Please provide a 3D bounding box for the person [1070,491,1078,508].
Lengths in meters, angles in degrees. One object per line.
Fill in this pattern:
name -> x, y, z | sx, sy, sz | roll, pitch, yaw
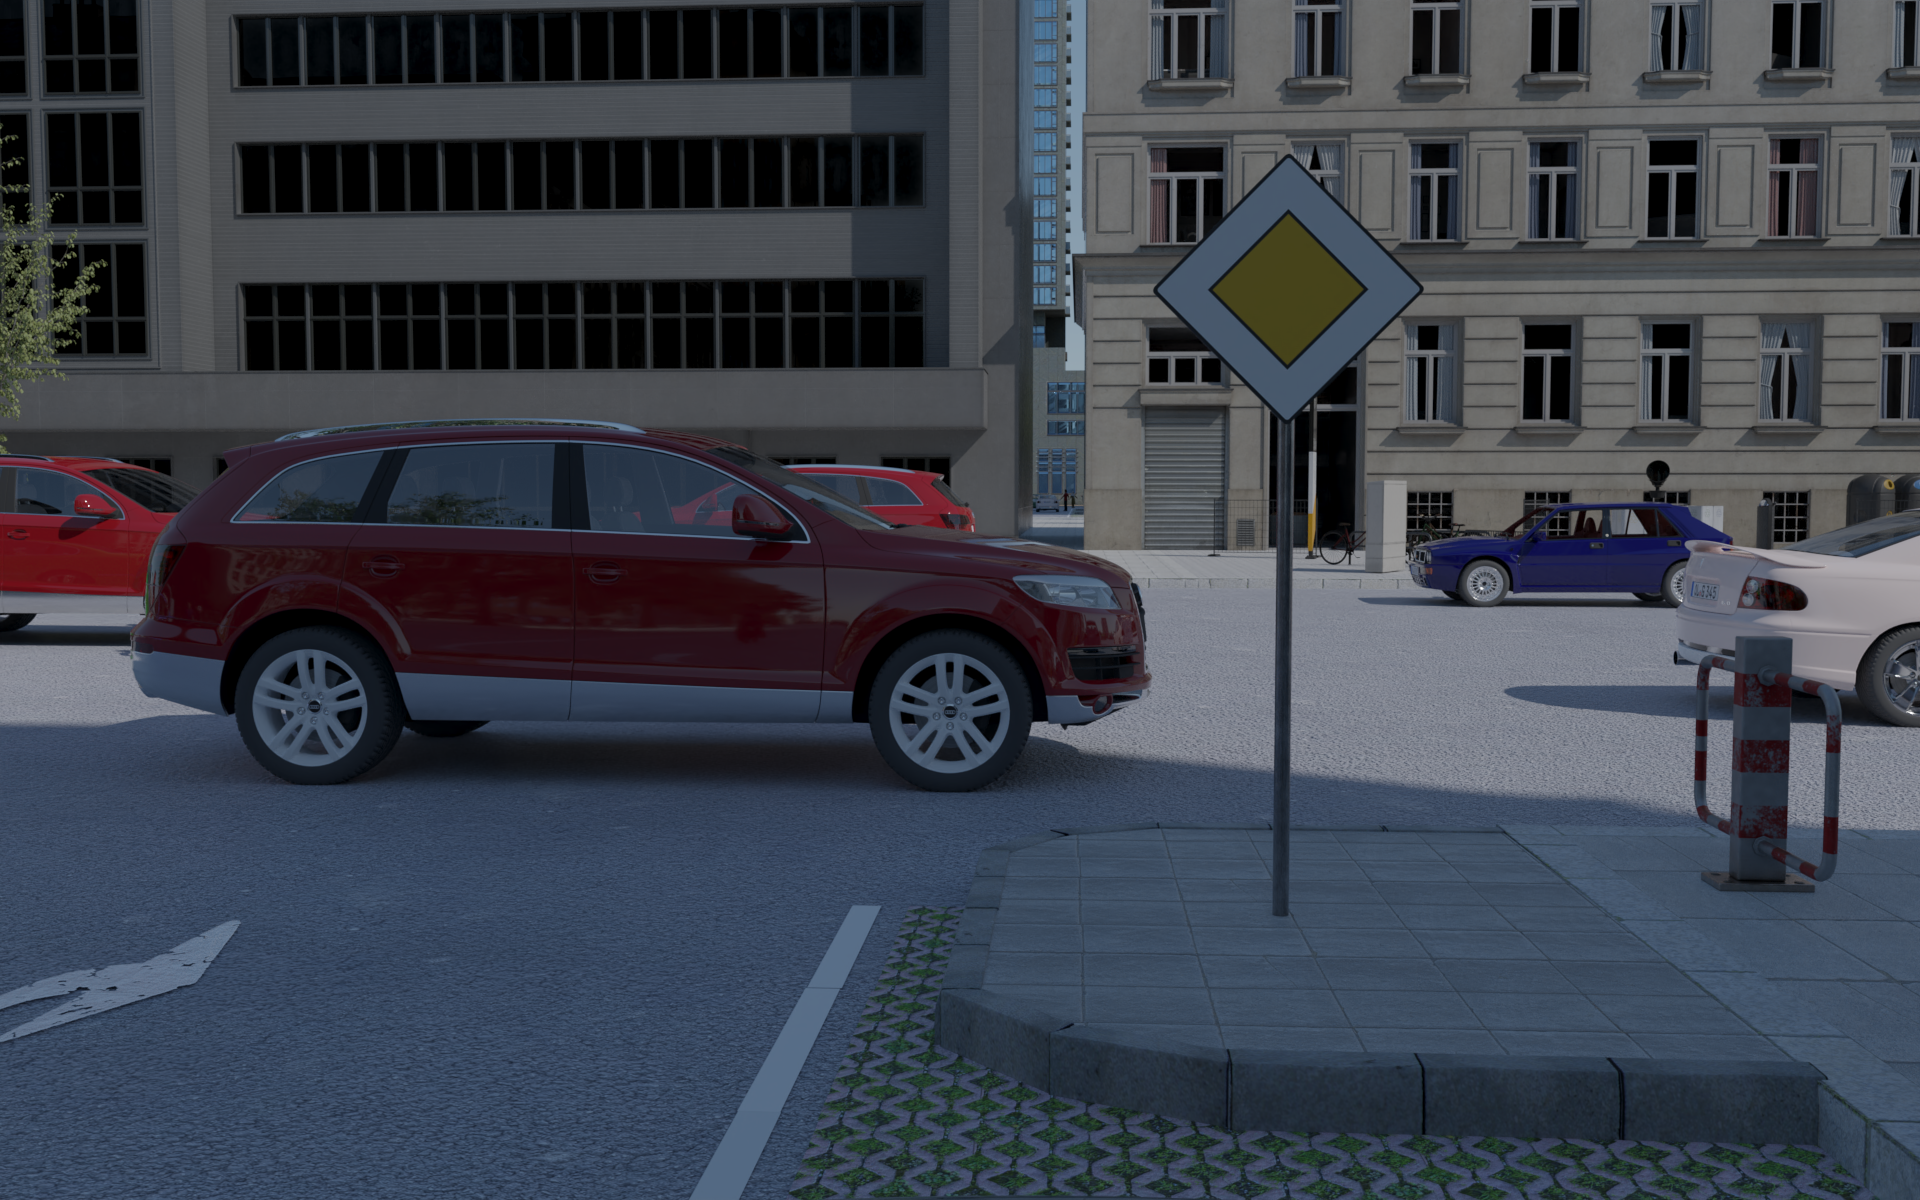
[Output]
person -> 11.719, -10.344, 178.359 | 0.721, 1.736, 1.217 | 3, 5, 42

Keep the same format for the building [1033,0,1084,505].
building -> 0.214, -54.744, 207.737 | 31.000, 86.520, 22.319 | 0, 4, 4

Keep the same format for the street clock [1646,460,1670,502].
street clock -> 14.888, -1.983, 36.987 | 0.471, 2.002, 0.358 | 1, 4, 20

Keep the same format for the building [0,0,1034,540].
building -> -13.139, -13.905, 46.420 | 30.058, 24.678, 14.314 | 0, 4, 4

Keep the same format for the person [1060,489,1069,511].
person -> 8.775, -8.310, 144.308 | 0.705, 1.831, 1.348 | 3, 4, 38

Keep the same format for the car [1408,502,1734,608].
car -> 7.893, -0.610, 22.552 | 3.894, 1.354, 1.945 | 0, 4, 6

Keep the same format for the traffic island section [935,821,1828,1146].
traffic island section -> 0.998, 1.039, 5.293 | 2.009, 0.180, 2.903 | 0, 4, 4

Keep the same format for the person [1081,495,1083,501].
person -> 11.044, -9.001, 156.197 | 0.750, 1.759, 0.617 | 3, 4, 36

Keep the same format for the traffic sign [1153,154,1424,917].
traffic sign -> 0.974, -0.096, 5.218 | 0.795, 2.450, 0.064 | 0, 4, 4

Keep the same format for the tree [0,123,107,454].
tree -> -19.481, -5.126, 34.178 | 4.737, 8.622, 4.395 | 0, 3, 0

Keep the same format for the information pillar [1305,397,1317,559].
information pillar -> 6.959, -2.620, 34.196 | 0.183, 3.616, 0.504 | 1, 4, 18

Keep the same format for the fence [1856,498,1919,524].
fence -> 18.445, -1.376, 33.697 | 0.480, 1.192, 2.264 | -2, 4, -31

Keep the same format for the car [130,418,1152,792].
car -> -1.627, -0.041, 9.341 | 5.304, 1.827, 2.281 | 0, 4, 4

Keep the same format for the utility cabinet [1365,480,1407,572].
utility cabinet -> 6.986, -1.208, 28.436 | 0.318, 1.500, 1.173 | 2, 4, 32

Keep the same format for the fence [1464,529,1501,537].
fence -> 8.816, -0.799, 28.440 | 0.278, 0.683, 2.069 | -1, 4, -15

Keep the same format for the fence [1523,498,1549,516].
fence -> 11.228, -1.379, 33.756 | 0.480, 1.192, 2.264 | 2, 4, 31

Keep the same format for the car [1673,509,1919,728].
car -> 7.280, 0.060, 11.374 | 4.827, 1.381, 2.083 | 0, 4, 4

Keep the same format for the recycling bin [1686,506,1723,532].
recycling bin -> 15.844, -1.506, 37.170 | 0.722, 1.027, 0.722 | -2, 4, -29

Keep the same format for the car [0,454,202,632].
car -> -8.625, -0.513, 17.069 | 5.304, 1.827, 2.281 | 0, 4, 6

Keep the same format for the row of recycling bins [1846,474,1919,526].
row of recycling bins -> 20.024, -1.746, 35.656 | 3.534, 1.692, 1.069 | 0, 4, -2

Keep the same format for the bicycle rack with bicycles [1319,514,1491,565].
bicycle rack with bicycles -> 8.307, -1.082, 31.074 | 2.852, 0.926, 2.925 | -3, 4, -37

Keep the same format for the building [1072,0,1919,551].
building -> 17.525, -12.953, 45.065 | 30.059, 22.955, 16.112 | 0, 4, 4

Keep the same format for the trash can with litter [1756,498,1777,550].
trash can with litter -> 13.401, -1.086, 28.819 | 1.678, 1.210, 2.233 | 1, 4, 9

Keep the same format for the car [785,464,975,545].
car -> -2.364, -0.876, 23.001 | 5.304, 1.827, 2.281 | 0, 4, 4

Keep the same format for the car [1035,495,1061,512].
car -> 6.988, -7.686, 138.020 | 2.083, 1.381, 4.827 | 0, 4, 3

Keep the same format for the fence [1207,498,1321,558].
fence -> 6.231, -1.480, 35.402 | 2.264, 1.192, 0.480 | 1, 4, 21

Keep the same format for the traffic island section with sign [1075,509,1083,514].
traffic island section with sign -> 10.969, -8.598, 149.205 | 1.989, 1.847, 2.006 | 0, 4, 4

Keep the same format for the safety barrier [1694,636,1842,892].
safety barrier -> 2.608, 0.528, 5.642 | 0.300, 0.817, 1.120 | 0, 4, 4

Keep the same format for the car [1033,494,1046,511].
car -> 6.666, -8.516, 151.032 | 2.131, 1.459, 4.920 | 0, 4, 5
